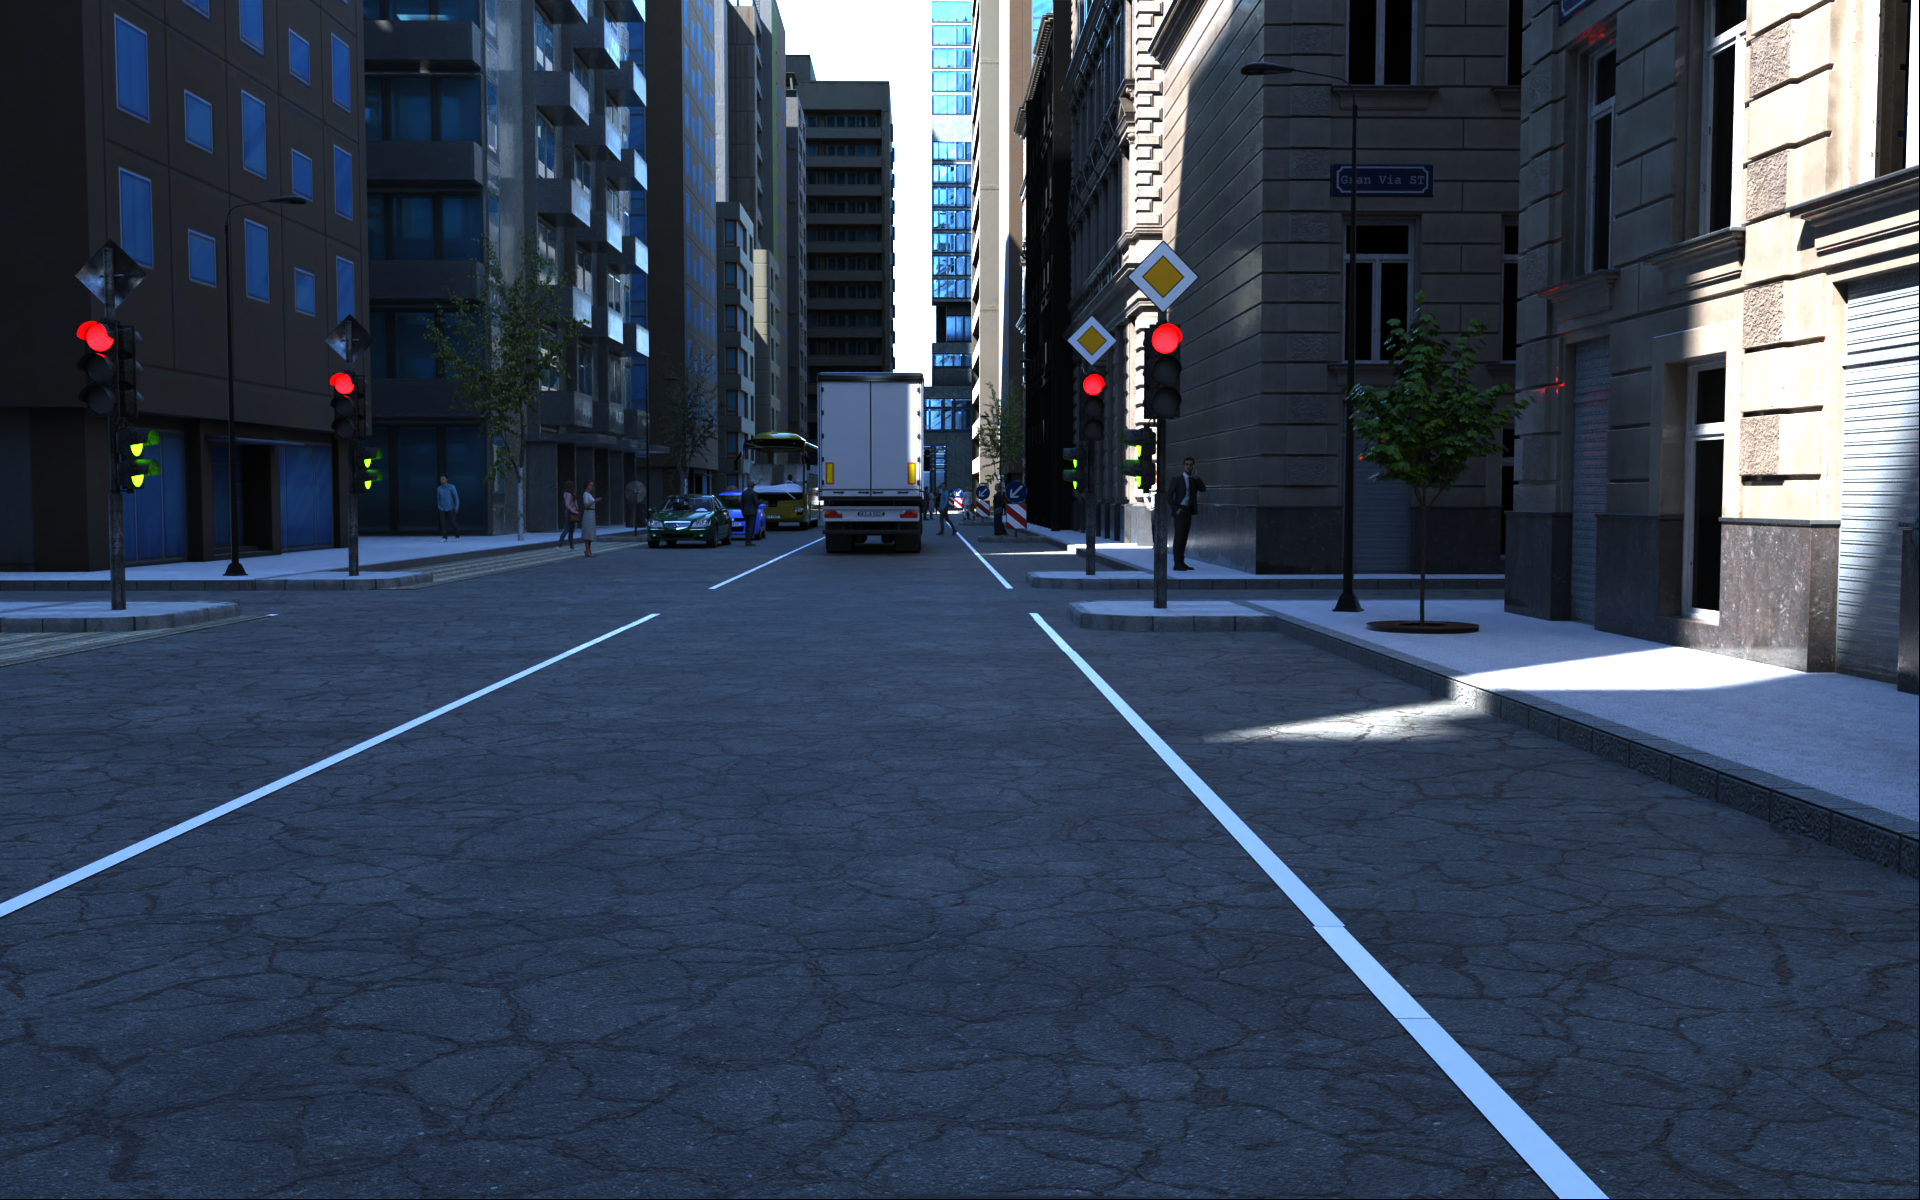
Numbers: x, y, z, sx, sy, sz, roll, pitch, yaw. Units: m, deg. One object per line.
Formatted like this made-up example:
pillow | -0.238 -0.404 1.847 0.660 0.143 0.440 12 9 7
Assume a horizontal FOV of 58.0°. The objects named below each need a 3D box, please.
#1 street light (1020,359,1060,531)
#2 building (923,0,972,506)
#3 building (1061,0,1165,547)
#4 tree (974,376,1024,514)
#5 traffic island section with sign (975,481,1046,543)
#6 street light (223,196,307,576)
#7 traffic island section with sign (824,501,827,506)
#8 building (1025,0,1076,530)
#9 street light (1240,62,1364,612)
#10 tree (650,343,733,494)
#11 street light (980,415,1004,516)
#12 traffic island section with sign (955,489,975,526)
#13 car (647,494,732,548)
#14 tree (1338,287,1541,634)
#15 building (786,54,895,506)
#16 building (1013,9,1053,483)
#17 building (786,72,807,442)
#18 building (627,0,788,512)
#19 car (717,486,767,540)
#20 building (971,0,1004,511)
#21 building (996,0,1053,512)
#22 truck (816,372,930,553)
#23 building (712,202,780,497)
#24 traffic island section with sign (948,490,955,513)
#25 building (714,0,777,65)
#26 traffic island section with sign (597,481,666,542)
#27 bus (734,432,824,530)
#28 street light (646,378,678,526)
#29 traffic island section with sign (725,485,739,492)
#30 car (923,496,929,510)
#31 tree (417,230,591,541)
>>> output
street light | 2.759 -5.334 59.749 1.470 5.913 1.316 0 4 -1
building | 8.406 -54.029 196.047 31.000 86.520 22.319 0 4 -1
building | 8.903 -13.582 50.947 11.050 23.489 19.941 0 4 -1
tree | 2.717 -9.681 108.654 4.737 8.622 4.395 0 3 0
traffic island section with sign | 1.540 -2.657 52.077 1.989 1.847 2.006 0 4 -1
street light | -10.876 -3.338 27.117 1.470 5.913 1.316 0 4 -1
traffic island section with sign | -12.203 -9.109 157.552 1.989 1.847 2.006 0 4 -1
building | 9.244 -14.639 69.018 12.332 23.373 15.834 0 4 -1
street light | 3.717 -2.830 18.818 1.470 5.913 1.316 0 4 -1
tree | -13.388 -8.237 85.034 4.360 8.622 3.978 0 3 0
street light | 1.882 -7.945 102.438 1.470 5.913 1.316 0 4 -1
traffic island section with sign | 0.910 -4.322 79.300 1.989 1.847 2.006 0 4 -1
car | -7.410 -2.197 47.713 2.131 1.459 4.920 0 4 0
tree | 4.330 -1.335 16.425 1.663 3.219 1.824 0 3 0
building | -18.202 -34.956 195.233 21.600 48.544 21.300 0 4 -1
building | 9.587 -17.864 89.341 12.463 27.353 25.104 0 4 -1
building | -22.278 -29.786 170.591 14.086 41.232 14.154 0 4 -1
building | -22.625 -30.685 151.818 14.600 45.320 14.200 0 4 -1
car | -7.083 -2.774 54.942 1.945 1.707 3.694 0 4 -3
building | 11.886 -31.532 139.250 21.300 48.544 21.600 0 4 -1
building | 9.946 -28.774 120.565 14.600 45.320 14.200 0 4 -1
truck | -2.184 -3.461 45.499 2.839 4.237 11.283 0 4 -1
building | -27.160 -16.625 116.863 27.650 21.520 28.899 0 4 -1
traffic island section with sign | -0.850 -9.023 156.161 1.989 1.847 2.006 0 4 -1
building | -22.042 -27.782 137.836 14.154 41.232 14.086 0 4 -1
traffic island section with sign | -9.783 -2.661 52.138 1.989 1.847 2.006 0 4 -1
bus | -7.295 -4.936 72.246 2.896 3.916 12.252 0 4 -1
street light | -11.942 -5.910 69.175 1.470 5.913 1.316 0 4 -1
traffic island section with sign | -10.401 -4.309 79.086 1.989 1.847 2.006 0 4 -1
car | -3.599 -9.245 160.194 2.155 1.783 4.494 0 4 -1
tree | -12.369 -5.945 47.570 4.737 8.622 4.395 0 3 0
